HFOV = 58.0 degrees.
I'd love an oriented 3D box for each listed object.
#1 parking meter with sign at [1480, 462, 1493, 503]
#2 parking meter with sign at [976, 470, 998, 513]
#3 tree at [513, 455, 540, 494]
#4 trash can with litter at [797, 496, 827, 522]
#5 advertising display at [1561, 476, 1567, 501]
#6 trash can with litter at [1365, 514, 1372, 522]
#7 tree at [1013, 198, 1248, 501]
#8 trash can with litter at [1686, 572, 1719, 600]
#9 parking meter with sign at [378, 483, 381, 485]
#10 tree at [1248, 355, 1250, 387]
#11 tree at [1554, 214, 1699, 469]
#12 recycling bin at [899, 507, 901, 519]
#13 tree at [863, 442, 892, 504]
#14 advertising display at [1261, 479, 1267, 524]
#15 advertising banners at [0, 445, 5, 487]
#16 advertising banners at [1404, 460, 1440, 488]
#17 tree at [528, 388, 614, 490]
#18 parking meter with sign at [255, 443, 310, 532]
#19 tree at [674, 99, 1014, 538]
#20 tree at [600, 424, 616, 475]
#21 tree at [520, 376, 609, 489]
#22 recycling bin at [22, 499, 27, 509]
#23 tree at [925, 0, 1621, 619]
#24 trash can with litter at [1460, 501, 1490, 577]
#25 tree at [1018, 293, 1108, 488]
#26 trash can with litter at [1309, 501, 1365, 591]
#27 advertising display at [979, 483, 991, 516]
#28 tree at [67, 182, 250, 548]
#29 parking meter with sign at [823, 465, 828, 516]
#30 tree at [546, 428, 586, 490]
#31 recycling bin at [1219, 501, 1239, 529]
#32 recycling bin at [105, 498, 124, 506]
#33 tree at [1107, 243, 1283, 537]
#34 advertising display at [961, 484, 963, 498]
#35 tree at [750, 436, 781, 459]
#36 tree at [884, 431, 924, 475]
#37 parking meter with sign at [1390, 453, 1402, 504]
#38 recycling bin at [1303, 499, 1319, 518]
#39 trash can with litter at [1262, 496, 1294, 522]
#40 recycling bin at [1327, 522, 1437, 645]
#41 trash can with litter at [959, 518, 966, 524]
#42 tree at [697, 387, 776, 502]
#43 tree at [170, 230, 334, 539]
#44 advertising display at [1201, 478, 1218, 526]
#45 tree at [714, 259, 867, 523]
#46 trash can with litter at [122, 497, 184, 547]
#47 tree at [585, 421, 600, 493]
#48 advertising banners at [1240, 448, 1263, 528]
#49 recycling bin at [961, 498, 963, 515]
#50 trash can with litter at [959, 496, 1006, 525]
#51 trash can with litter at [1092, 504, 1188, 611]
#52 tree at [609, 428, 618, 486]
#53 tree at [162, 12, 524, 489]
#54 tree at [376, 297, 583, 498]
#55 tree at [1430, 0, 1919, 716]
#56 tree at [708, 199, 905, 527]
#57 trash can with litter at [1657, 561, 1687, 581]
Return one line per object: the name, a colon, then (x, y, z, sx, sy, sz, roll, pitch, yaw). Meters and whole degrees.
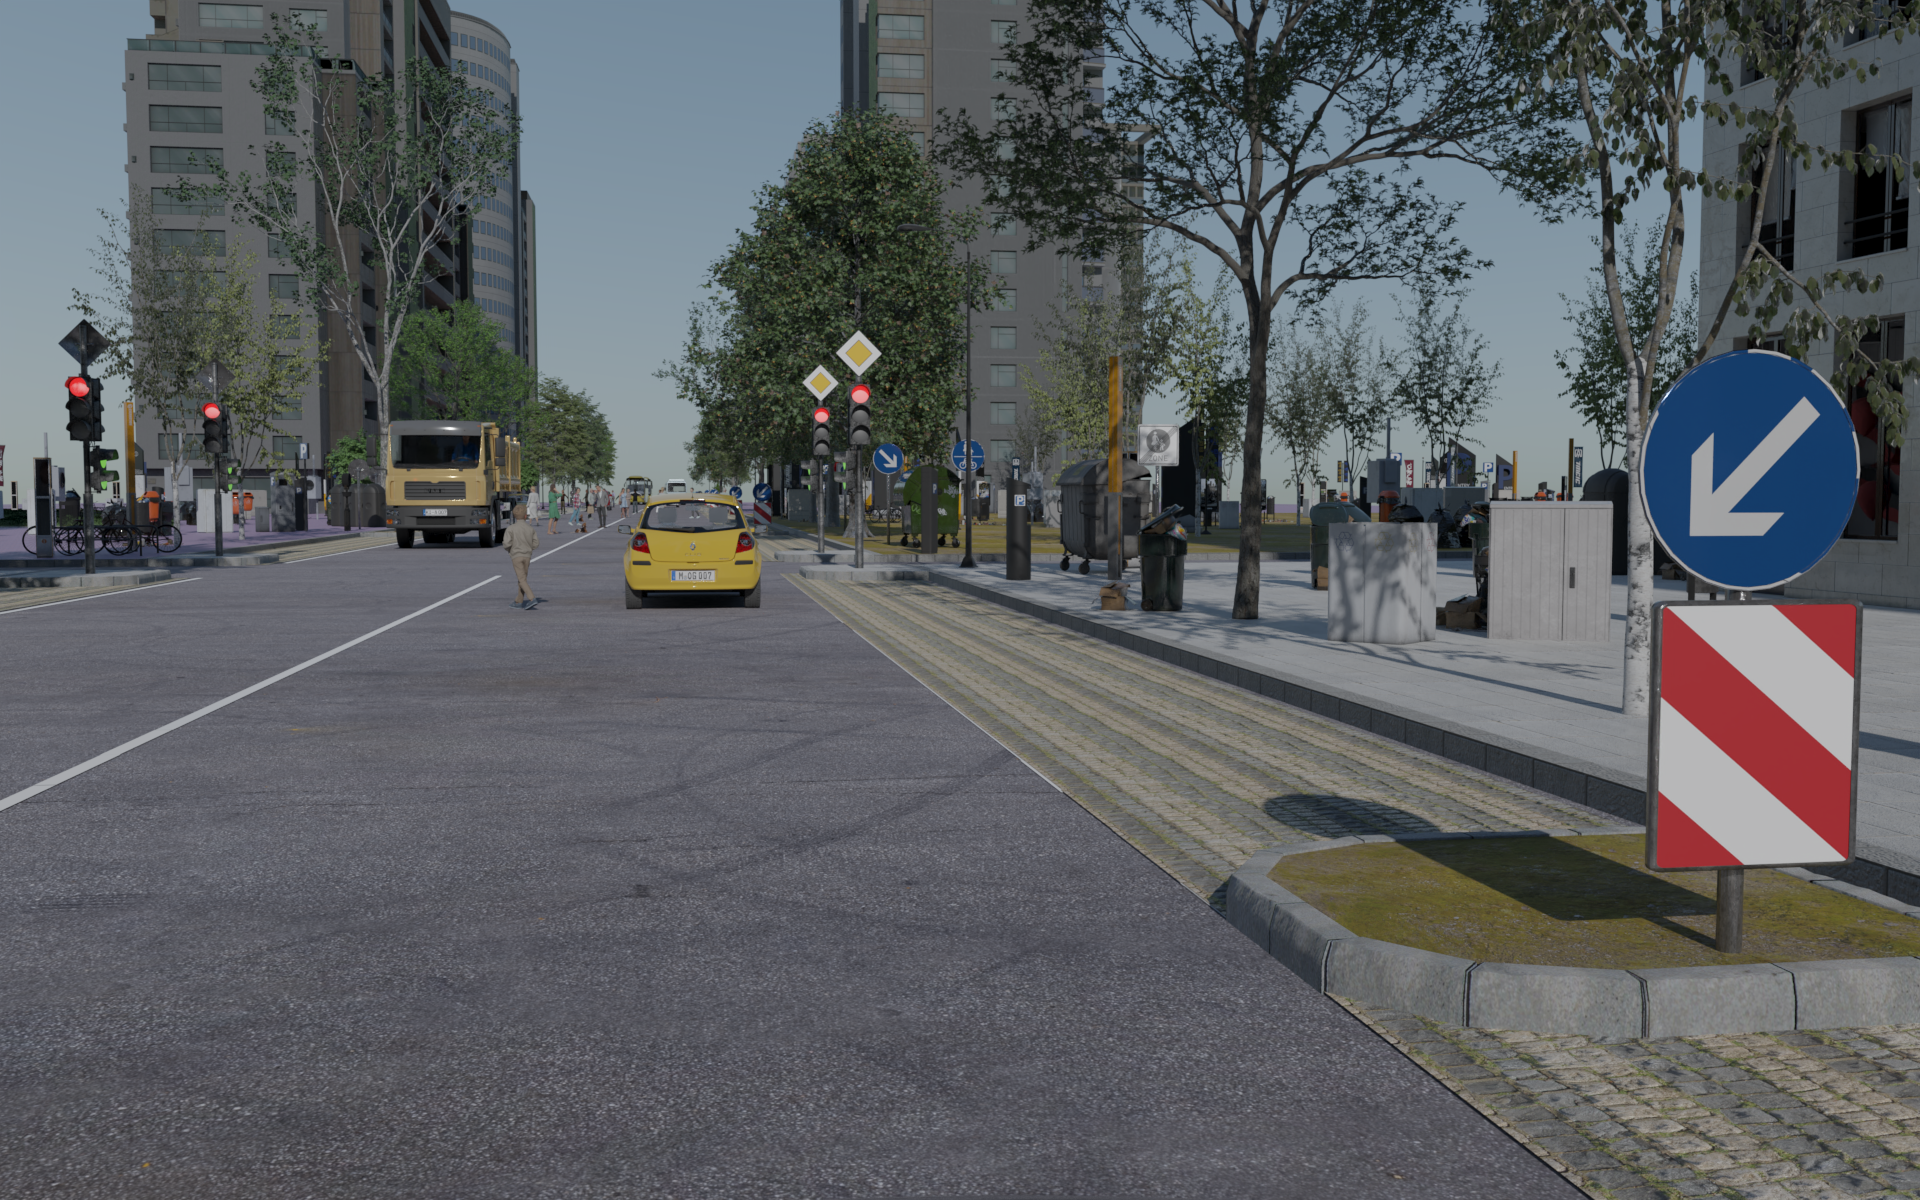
parking meter with sign: (28.678, -6.016, 94.618, 0.543, 3.016, 1.738, 2, 4, 27)
parking meter with sign: (1.939, -7.239, 114.620, 1.738, 3.016, 0.543, 1, 4, 18)
tree: (-35.899, -9.662, 141.688, 4.285, 4.588, 4.351, 0, 3, 0)
trash can with litter: (-6.800, -4.281, 81.054, 2.233, 1.210, 1.678, -3, 5, -39)
advertising display: (21.393, -3.433, 61.350, 0.123, 1.923, 0.974, 2, 4, 24)
trash can with litter: (6.234, -0.934, 26.654, 0.624, 1.170, 1.055, -3, 4, -39)
tree: (3.990, -5.583, 41.653, 4.360, 8.622, 3.978, 0, 3, 0)
trash can with litter: (7.461, -0.349, 16.761, 2.233, 1.210, 1.678, -3, 5, -44)
parking meter with sign: (-35.843, -6.662, 105.183, 1.738, 3.016, 0.543, 1, 4, 11)
tree: (13.507, -7.284, 69.463, 4.360, 8.622, 3.978, 0, 3, 0)
tree: (18.280, -5.816, 45.453, 4.737, 8.622, 4.395, 0, 3, 0)
recycling bin: (-2.926, -4.808, 91.160, 0.722, 1.027, 0.722, 0, 4, -3)
tree: (-5.127, -8.886, 95.644, 4.360, 8.622, 3.978, 0, 3, 0)
advertising display: (12.723, -4.200, 73.885, 0.974, 1.923, 0.123, -3, 5, -42)
advertising banners: (-34.246, -3.941, 60.628, 0.090, 3.025, 2.074, 1, 4, 20)
advertising banners: (23.531, -5.615, 87.999, 2.074, 3.025, 0.090, 0, 4, -7)
tree: (-46.232, -18.336, 206.444, 9.857, 13.997, 8.962, 0, 3, 0)
parking meter with sign: (-22.966, -3.816, 58.660, 0.543, 3.016, 1.738, 3, 5, 44)
tree: (-3.073, -8.177, 50.697, 9.611, 12.733, 9.660, 0, 3, 0)
tree: (-50.510, -18.975, 235.993, 9.928, 11.665, 9.643, 0, 3, 0)
tree: (-38.965, -15.250, 167.460, 7.486, 12.596, 7.792, 0, 3, 0)
recycling bin: (-51.849, -5.137, 96.549, 0.722, 1.027, 0.722, -2, 4, -26)
tree: (3.277, -5.085, 17.559, 7.601, 10.594, 8.767, -1, 4, -13)
trash can with litter: (8.286, -0.936, 26.683, 1.055, 1.170, 0.624, -2, 4, -28)
tree: (4.482, -6.862, 62.561, 4.737, 8.622, 4.395, 0, 3, 0)
trash can with litter: (5.031, -0.730, 23.321, 0.624, 1.170, 1.055, 0, 4, 7)
advertising display: (1.463, -5.985, 103.061, 0.123, 1.923, 0.974, -3, 4, -38)
tree: (-18.734, -5.546, 41.043, 4.360, 8.622, 3.978, 0, 3, 0)
parking meter with sign: (-8.149, -6.577, 103.795, 0.543, 3.016, 1.738, -1, 4, -13)
tree: (-40.404, -13.844, 176.716, 4.360, 8.622, 3.978, 0, 3, 0)
recycling bin: (9.905, -3.133, 63.780, 0.722, 1.027, 0.722, 0, 4, 7)
recycling bin: (-49.177, -5.395, 100.766, 0.722, 1.027, 0.722, 0, 4, 7)
tree: (7.366, -6.195, 51.657, 4.737, 8.622, 4.395, 0, 3, 0)
advertising display: (0.331, -6.263, 107.619, 0.123, 1.923, 0.974, -2, 4, -34)
tree: (-11.572, -9.722, 109.313, 4.737, 8.622, 4.395, 0, 3, 0)
tree: (-3.546, -9.864, 111.642, 4.737, 8.622, 4.395, 0, 3, 0)
parking meter with sign: (18.542, -4.740, 73.756, 0.543, 3.016, 1.738, 1, 4, 16)
recycling bin: (19.106, -4.986, 94.080, 0.722, 1.027, 0.722, -1, 4, -19)
trash can with litter: (14.419, -4.185, 79.484, 1.678, 1.210, 2.233, -2, 4, -29)
recycling bin: (3.701, -0.160, 15.175, 0.722, 1.027, 0.722, 3, 5, 39)
trash can with litter: (-0.184, -3.815, 73.761, 1.055, 1.170, 0.624, 2, 4, 32)
tree: (-13.811, -11.239, 118.168, 8.767, 10.594, 7.601, 0, 4, -4)
tree: (-20.103, -6.007, 48.570, 4.737, 8.622, 4.395, 0, 3, 0)
advertising display: (9.826, -3.883, 68.705, 0.974, 1.923, 0.123, -2, 4, -34)
tree: (-6.957, -9.749, 77.525, 7.486, 12.596, 7.792, 0, 3, 0)
trash can with litter: (-20.071, -1.967, 43.225, 1.678, 1.210, 2.233, 1, 4, 10)
tree: (-31.923, -11.891, 120.167, 9.928, 11.665, 9.643, 0, 3, 0)
advertising banners: (10.918, -4.194, 64.764, 0.090, 3.025, 2.074, 2, 4, 32)
recycling bin: (0.509, -5.628, 104.580, 0.722, 1.027, 0.722, -3, 4, -37)
trash can with litter: (0.877, -3.705, 71.635, 2.233, 1.210, 1.678, 3, 4, 39)
trash can with litter: (1.980, -0.468, 19.046, 1.055, 1.170, 0.624, 1, 4, 12)
tree: (-54.189, -20.770, 257.709, 7.486, 12.596, 7.792, 0, 3, 0)
tree: (-24.712, -13.102, 70.112, 12.611, 20.169, 13.585, 0, 3, 0)
tree: (-26.801, -10.090, 90.722, 9.928, 11.665, 9.643, 0, 3, 0)
tree: (3.897, -3.623, 9.592, 4.360, 8.622, 3.978, 0, 3, 0)
tree: (-4.999, -9.825, 67.294, 9.857, 13.997, 8.962, 0, 3, 0)
trash can with litter: (10.770, -0.872, 25.639, 0.624, 1.170, 1.055, -1, 4, -20)
